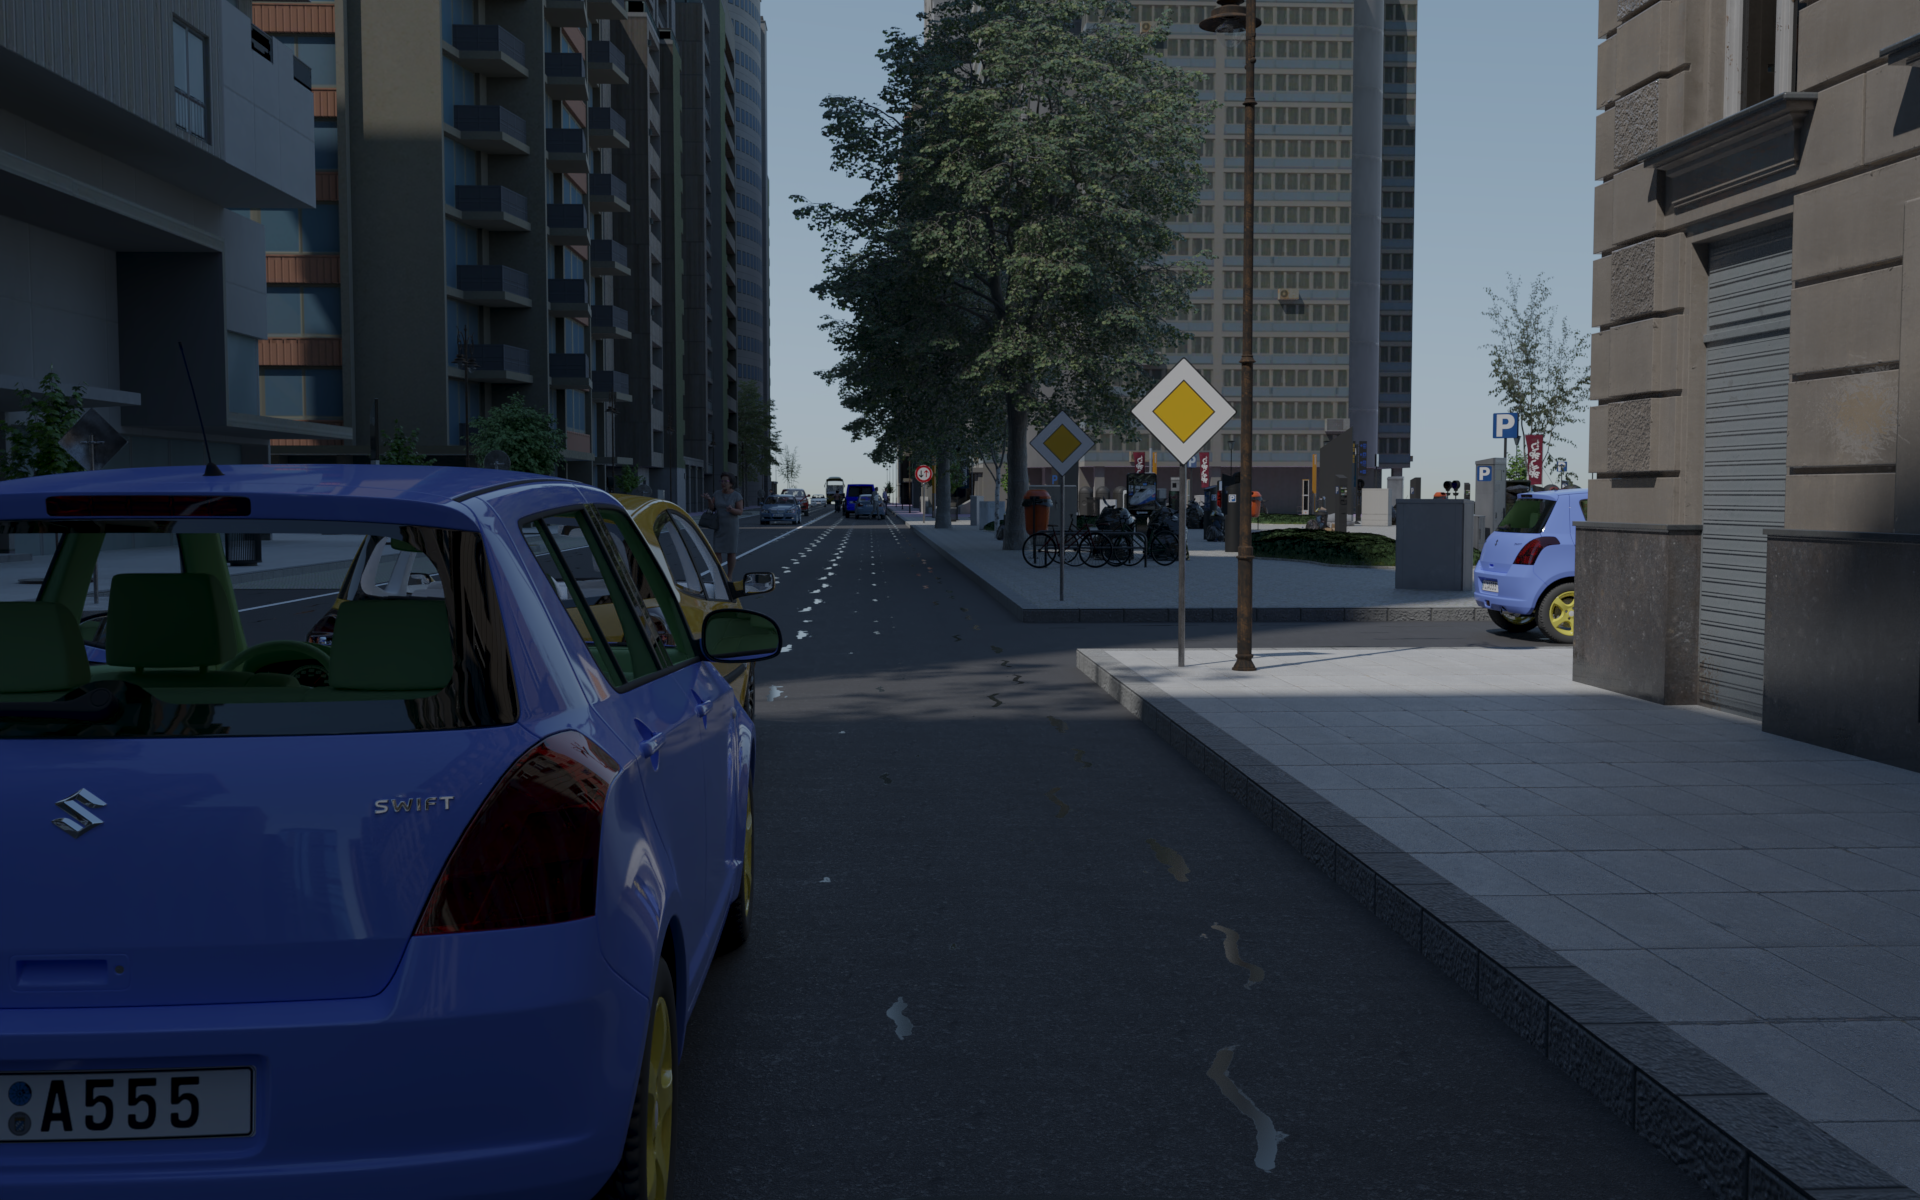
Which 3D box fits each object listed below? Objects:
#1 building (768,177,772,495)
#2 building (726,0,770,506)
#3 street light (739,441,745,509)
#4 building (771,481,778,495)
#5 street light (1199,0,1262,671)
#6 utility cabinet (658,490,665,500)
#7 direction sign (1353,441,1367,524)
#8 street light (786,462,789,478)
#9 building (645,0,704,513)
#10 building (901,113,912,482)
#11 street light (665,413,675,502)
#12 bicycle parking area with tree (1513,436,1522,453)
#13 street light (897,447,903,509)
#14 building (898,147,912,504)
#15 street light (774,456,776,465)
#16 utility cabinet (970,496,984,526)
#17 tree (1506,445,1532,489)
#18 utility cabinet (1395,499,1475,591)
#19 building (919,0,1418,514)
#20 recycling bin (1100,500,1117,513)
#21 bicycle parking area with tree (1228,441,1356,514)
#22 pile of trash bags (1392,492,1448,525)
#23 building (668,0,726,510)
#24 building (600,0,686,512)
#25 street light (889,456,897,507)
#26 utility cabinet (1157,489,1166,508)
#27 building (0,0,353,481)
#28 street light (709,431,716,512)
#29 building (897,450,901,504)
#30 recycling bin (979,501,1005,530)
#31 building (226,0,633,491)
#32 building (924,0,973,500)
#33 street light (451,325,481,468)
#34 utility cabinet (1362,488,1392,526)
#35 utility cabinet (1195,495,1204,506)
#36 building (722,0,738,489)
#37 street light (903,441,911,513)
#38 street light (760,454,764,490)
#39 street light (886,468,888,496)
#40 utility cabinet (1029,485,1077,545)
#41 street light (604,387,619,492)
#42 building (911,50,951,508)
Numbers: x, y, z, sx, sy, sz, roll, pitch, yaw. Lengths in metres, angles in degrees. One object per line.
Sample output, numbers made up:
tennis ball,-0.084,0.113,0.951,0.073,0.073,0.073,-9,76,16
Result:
building,-30.830,-32.428,213.786,14.154,41.232,14.086,0,4,-3
building,-32.605,-39.757,192.027,21.231,58.520,28.212,0,4,-3
street light,-18.994,-10.933,151.543,0.468,5.910,1.993,0,4,-3
building,-40.988,-33.062,232.445,32.217,40.220,23.993,0,4,-3
street light,2.070,-2.425,12.433,0.468,5.910,1.993,0,4,-3
utility cabinet,-15.301,-4.899,88.775,0.318,1.500,1.173,0,4,-7
direction sign,16.938,-5.011,73.934,0.876,3.537,0.379,-1,4,-13
street light,-23.323,-16.010,234.548,0.468,5.910,1.993,0,4,-3
building,-28.507,-41.597,118.364,20.563,71.187,20.611,0,4,-3
building,4.444,-33.179,197.100,22.147,44.769,28.867,0,4,-3
street light,-16.201,-7.594,96.953,0.468,5.910,1.993,0,4,-3
bicycle parking area with tree,29.876,-6.014,85.328,8.231,4.147,9.016,0,4,8
street light,-4.791,-10.469,143.952,0.468,5.910,1.993,0,4,-3
building,-0.821,-34.798,219.064,14.600,45.320,14.200,0,4,-3
street light,-22.002,-14.334,207.143,0.468,5.910,1.993,0,4,-3
utility cabinet,0.706,-3.657,70.953,0.306,1.237,1.020,1,4,17
tree,21.734,-4.477,67.792,1.663,3.219,1.824,0,3,0
utility cabinet,6.377,-0.741,23.284,0.306,1.237,1.020,-3,5,-44
building,13.519,-26.046,117.740,32.217,40.220,23.993,0,4,-3
recycling bin,6.740,-4.042,78.643,0.722,1.027,0.722,1,4,8
bicycle parking area with tree,17.210,-6.511,93.451,8.231,4.147,9.016,1,4,11
pile of trash bags,18.912,-3.784,71.618,3.447,1.369,1.912,-3,4,-36
building,-26.006,-27.716,136.749,14.154,41.232,14.086,0,4,-3
building,-24.113,-20.211,102.151,14.160,30.474,14.107,0,4,-3
street light,-7.728,-13.884,199.783,0.468,5.910,1.993,0,4,-3
utility cabinet,8.033,-3.744,69.888,0.318,1.500,1.173,0,4,-6
building,-29.438,-27.095,32.235,28.713,52.752,27.495,0,4,-3
street light,-17.692,-9.267,124.310,0.468,5.910,1.993,0,4,-3
building,5.242,-24.257,241.648,27.650,21.520,28.899,0,4,-3
recycling bin,1.146,-3.003,61.648,0.722,1.027,0.722,-2,4,-24
building,-26.412,-25.669,74.307,22.147,44.769,28.867,0,4,-3
building,10.850,-33.868,142.987,28.713,52.752,27.495,0,4,-3
street light,-13.486,-4.563,47.397,0.468,5.910,1.993,0,4,-3
utility cabinet,16.616,-3.691,69.026,1.173,1.500,0.318,3,5,43
utility cabinet,12.656,-4.916,91.532,0.306,1.237,1.020,-1,4,-8
building,-31.395,-32.439,154.077,21.300,48.544,21.600,0,4,-3
street light,-3.372,-8.775,116.253,0.468,5.910,1.993,0,4,-3
street light,-20.538,-12.675,180.028,0.468,5.910,1.993,0,4,-3
street light,-9.202,-15.564,227.261,0.468,5.910,1.993,0,4,-3
utility cabinet,2.297,-2.101,43.034,1.173,1.500,0.318,0,3,0
street light,-15.021,-6.250,74.969,0.468,5.910,1.993,0,4,-3
building,2.407,-29.374,163.852,14.154,41.232,14.086,0,4,-3
